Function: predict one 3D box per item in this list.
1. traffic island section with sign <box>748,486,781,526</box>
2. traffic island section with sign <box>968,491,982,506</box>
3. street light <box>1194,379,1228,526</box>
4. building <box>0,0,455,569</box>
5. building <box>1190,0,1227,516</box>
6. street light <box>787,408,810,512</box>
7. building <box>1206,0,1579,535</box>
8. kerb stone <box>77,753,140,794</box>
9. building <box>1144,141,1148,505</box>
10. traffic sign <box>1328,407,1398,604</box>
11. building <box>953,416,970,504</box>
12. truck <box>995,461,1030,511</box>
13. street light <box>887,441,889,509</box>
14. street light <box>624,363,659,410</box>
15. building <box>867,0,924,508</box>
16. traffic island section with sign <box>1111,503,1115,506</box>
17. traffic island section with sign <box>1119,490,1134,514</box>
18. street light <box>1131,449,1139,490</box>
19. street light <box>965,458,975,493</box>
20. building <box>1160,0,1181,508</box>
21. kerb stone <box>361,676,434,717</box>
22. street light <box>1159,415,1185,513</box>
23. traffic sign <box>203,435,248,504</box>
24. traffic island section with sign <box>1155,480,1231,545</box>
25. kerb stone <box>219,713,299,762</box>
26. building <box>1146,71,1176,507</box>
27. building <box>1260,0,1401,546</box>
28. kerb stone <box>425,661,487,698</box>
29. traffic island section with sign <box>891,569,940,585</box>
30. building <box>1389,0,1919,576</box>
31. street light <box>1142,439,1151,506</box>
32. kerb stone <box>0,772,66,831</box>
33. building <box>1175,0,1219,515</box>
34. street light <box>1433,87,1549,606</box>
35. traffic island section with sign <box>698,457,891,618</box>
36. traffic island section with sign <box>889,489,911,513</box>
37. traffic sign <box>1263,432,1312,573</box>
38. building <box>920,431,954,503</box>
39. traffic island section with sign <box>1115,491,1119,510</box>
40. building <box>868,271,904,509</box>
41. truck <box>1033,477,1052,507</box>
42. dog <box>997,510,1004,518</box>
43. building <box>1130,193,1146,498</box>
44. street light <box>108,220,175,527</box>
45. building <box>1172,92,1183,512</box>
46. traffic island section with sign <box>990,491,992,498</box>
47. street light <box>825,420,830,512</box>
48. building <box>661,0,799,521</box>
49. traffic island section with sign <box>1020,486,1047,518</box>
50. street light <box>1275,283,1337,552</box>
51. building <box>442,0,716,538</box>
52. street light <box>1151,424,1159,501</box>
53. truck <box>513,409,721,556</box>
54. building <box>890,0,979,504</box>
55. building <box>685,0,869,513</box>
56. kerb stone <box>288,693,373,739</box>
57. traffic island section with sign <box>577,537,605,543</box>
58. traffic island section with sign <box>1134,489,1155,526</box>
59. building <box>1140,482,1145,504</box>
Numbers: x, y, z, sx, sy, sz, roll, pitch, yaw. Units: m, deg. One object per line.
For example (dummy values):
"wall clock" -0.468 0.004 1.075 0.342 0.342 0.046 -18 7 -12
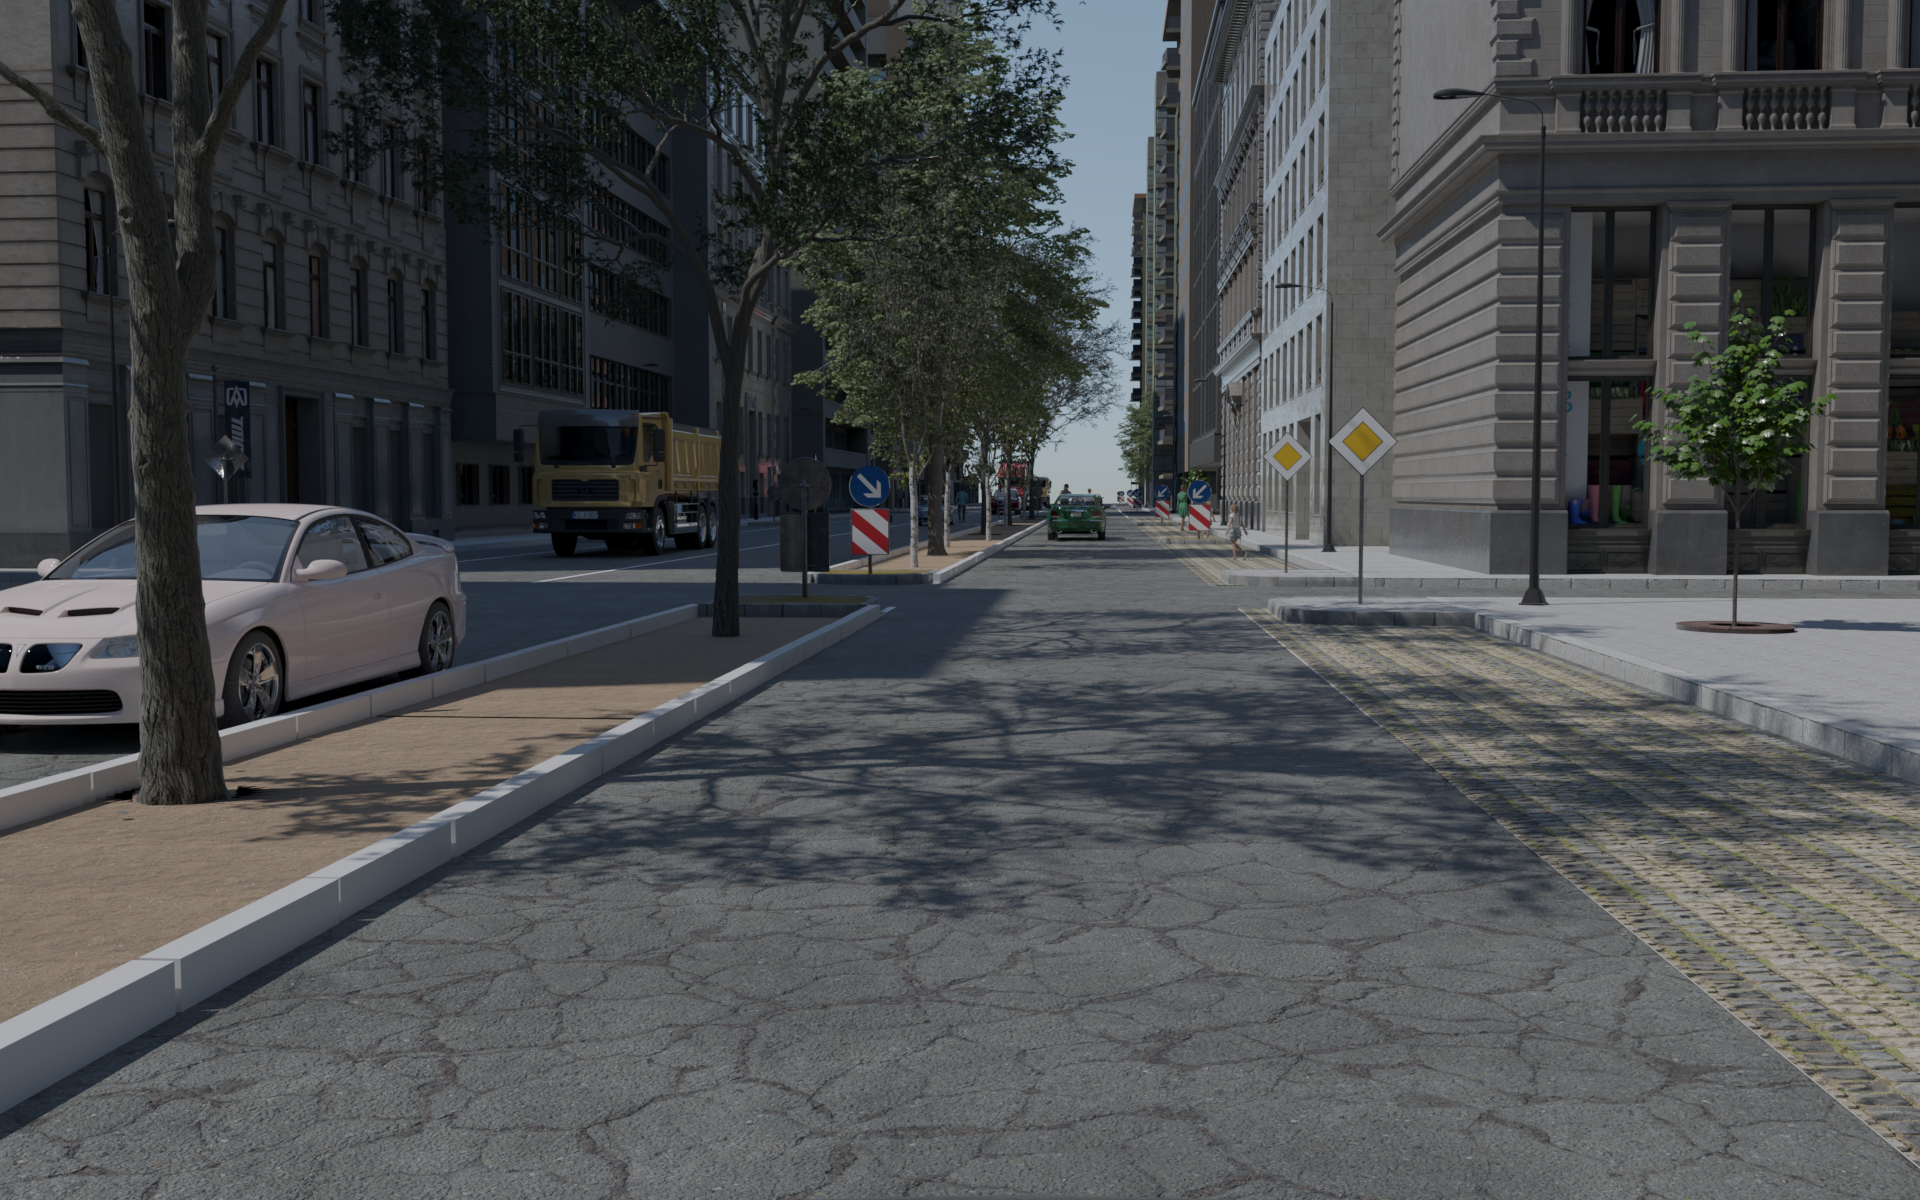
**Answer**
"traffic island section with sign" -8.541 -4.320 79.256 1.989 1.847 2.006 0 4 5
"traffic island section with sign" 2.006 -12.400 211.360 1.989 1.847 2.006 0 4 5
"street light" 10.140 -5.959 69.970 1.470 5.913 1.316 0 4 5
"building" -19.210 -11.568 38.284 9.793 20.994 18.267 0 4 5
"building" 19.798 -18.147 90.203 14.314 27.812 24.014 0 4 5
"street light" -8.759 -7.391 93.391 1.470 5.913 1.316 0 4 5
"building" 15.876 -14.663 68.616 11.050 23.489 19.941 0 4 5
"kerb stone" -4.026 0.840 8.508 0.120 0.150 1.000 0 4 5
"building" 28.495 -31.613 200.473 14.154 41.232 14.086 0 4 5
"traffic sign" 4.656 -1.006 20.094 0.795 2.450 0.064 0 4 5
"building" -10.295 -34.413 217.278 22.147 44.769 28.867 0 4 5
"truck" 4.696 -9.789 148.957 2.839 4.237 11.283 0 4 5
"street light" -5.274 -10.150 138.497 1.470 5.913 1.316 0 4 5
"street light" -11.362 -5.447 61.595 1.470 5.913 1.316 0 4 5
"building" -10.948 -31.297 161.812 14.600 45.320 14.200 0 4 5
"traffic island section with sign" 19.522 -12.314 209.968 1.989 1.847 2.006 0 4 5
"traffic island section with sign" 12.939 -7.278 127.621 1.989 1.847 2.006 0 4 5
"street light" 18.756 -12.636 179.131 1.470 5.913 1.316 0 4 5
"street light" 1.276 -15.200 221.055 1.470 5.913 1.316 0 4 5
"building" 28.354 -30.172 147.943 22.147 44.769 28.867 0 4 5
"kerb stone" -3.779 0.650 11.569 0.120 0.150 1.000 0 4 5
"street light" 12.626 -7.904 101.775 1.470 5.913 1.316 0 4 5
"traffic sign" -12.495 -1.581 29.490 0.795 2.450 0.064 0 4 5
"traffic island section with sign" 6.722 -2.513 49.723 1.989 1.847 2.006 0 4 5
"kerb stone" -3.939 0.775 9.527 0.120 0.150 1.000 0 4 5
"building" 26.033 -29.790 170.667 14.154 41.232 14.086 0 4 5
"building" 14.781 -11.938 49.942 10.420 20.320 16.860 0 4 5
"kerb stone" -3.695 0.587 12.591 0.120 0.150 1.000 0 4 5
"traffic island section with sign" -1.385 -1.235 28.323 2.006 1.907 1.989 0 4 5
"building" 18.017 -12.355 30.886 19.941 23.489 11.050 0 4 5
"street light" 16.357 -10.689 147.303 1.470 5.913 1.316 0 4 5
"kerb stone" -4.104 0.900 7.489 0.120 0.150 1.000 0 4 5
"building" 21.581 -28.298 112.777 14.600 45.320 14.200 0 4 5
"street light" 6.107 -2.898 19.929 1.470 5.913 1.316 0 4 5
"traffic island section with sign" -1.985 -0.783 20.940 2.006 1.907 1.989 0 4 5
"traffic island section with sign" -4.556 -7.381 129.299 1.989 1.847 2.006 0 4 5
"traffic sign" 5.292 -1.493 28.054 0.795 2.450 0.064 0 4 5
"building" -8.267 -25.905 195.250 14.160 30.474 14.107 0 4 5
"traffic island section with sign" 15.085 -8.924 154.537 1.989 1.847 2.006 0 4 5
"building" -19.948 -18.143 141.678 27.650 21.520 28.899 0 4 5
"truck" 8.741 -12.182 195.105 3.469 3.379 9.791 0 4 5
"dog" 2.491 -5.141 103.336 0.406 0.507 0.540 3 5 40
"building" 35.399 -36.181 246.181 22.147 44.769 28.867 0 4 5
"street light" -13.899 -3.484 29.509 1.470 5.913 1.316 0 4 5
"building" 22.687 -21.750 127.315 14.160 30.474 14.107 0 4 5
"traffic island section with sign" 4.173 -14.057 238.453 1.989 1.847 2.006 0 4 5
"street light" -7.743 -8.164 106.022 1.470 5.913 1.316 0 4 5
"building" -16.492 -17.929 90.397 12.463 27.353 25.104 0 4 5
"traffic island section with sign" 4.590 -5.816 103.224 2.006 1.907 1.989 0 4 5
"street light" 7.620 -4.014 38.167 1.470 5.913 1.316 0 4 5
"building" -18.977 -14.880 62.347 14.314 24.678 30.058 0 4 5
"street light" 13.624 -8.712 114.976 1.470 5.913 1.316 0 4 5
"truck" -8.056 -2.848 42.484 3.469 3.379 9.791 0 4 4
"building" -7.819 -49.129 241.514 20.563 71.187 20.611 0 4 5
"building" -18.101 -30.075 115.424 21.300 48.544 21.600 0 4 5
"kerb stone" -3.861 0.714 10.550 0.120 0.150 1.000 0 4 5
"traffic island section with sign" -10.727 -2.651 51.976 1.989 1.847 2.006 0 4 5
"traffic island section with sign" 8.954 -4.234 77.854 1.989 1.847 2.006 0 4 5
"building" 39.151 -32.236 218.939 32.217 40.220 23.993 0 4 5
